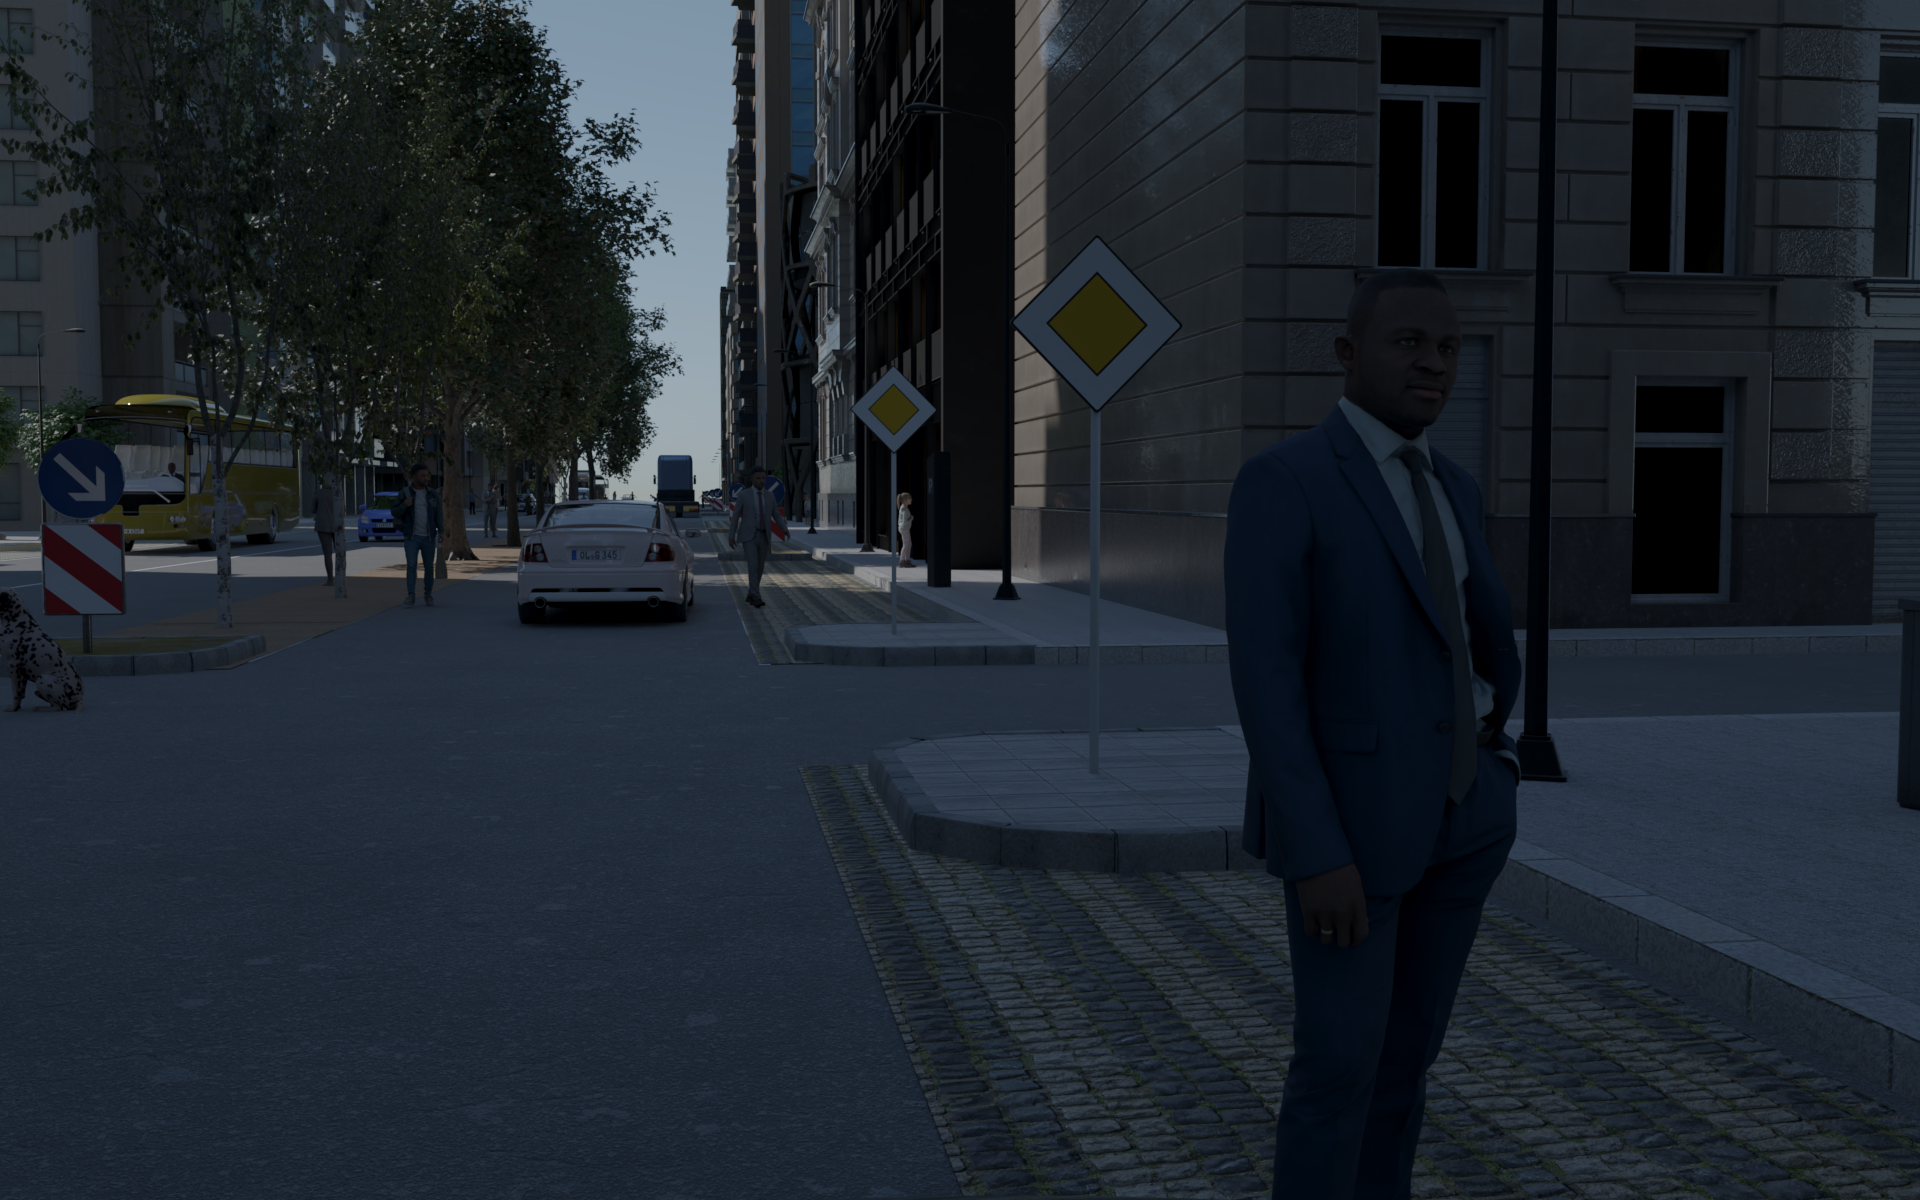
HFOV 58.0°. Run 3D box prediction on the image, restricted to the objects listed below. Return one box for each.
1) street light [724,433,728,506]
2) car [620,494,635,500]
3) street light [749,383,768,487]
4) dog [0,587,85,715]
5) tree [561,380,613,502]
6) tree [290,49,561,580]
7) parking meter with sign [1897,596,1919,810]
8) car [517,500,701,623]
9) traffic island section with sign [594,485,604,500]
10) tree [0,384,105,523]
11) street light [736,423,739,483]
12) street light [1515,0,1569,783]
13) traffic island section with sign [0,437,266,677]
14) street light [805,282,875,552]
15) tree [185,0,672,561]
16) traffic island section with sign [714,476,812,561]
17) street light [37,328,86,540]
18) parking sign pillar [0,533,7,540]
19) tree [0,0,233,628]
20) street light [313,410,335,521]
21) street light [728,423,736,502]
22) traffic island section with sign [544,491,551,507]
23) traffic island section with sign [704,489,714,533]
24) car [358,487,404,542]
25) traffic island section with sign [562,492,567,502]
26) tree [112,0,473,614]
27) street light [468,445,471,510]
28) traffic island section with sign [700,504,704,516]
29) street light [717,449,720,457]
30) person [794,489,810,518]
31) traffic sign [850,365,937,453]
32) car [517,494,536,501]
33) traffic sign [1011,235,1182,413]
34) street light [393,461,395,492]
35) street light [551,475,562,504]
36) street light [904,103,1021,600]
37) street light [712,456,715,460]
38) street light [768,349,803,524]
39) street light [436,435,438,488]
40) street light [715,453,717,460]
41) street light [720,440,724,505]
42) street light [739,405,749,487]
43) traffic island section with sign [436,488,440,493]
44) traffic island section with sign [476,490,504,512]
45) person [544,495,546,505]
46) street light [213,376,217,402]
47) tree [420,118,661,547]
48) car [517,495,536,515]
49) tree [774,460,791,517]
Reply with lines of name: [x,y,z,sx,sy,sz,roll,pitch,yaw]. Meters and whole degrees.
street light: [-16.793,-9.649,130.304,1.470,5.913,1.316,-1,4,-9]
car: [-44.883,-13.690,234.053,2.015,1.641,3.980,-1,4,-10]
street light: [-7.986,-6.140,72.927,1.470,5.913,1.316,-1,4,-9]
dog: [-6.023,0.332,11.401,0.800,0.831,0.513,2,4,31]
tree: [-15.525,-7.023,67.648,4.737,8.622,4.395,0,3,0]
tree: [-9.135,-4.636,28.624,4.737,8.622,4.395,0,3,0]
parking meter with sign: [4.702,-0.668,7.177,1.738,3.016,0.543,-2,4,-23]
car: [-4.147,-0.507,20.654,2.083,1.381,4.827,0,4,-7]
traffic island section with sign: [-18.599,-4.931,88.760,2.006,1.907,1.989,-1,4,-9]
tree: [-26.558,-4.184,52.118,4.285,4.588,4.351,0,3,0]
street light: [-11.426,-7.505,95.250,1.470,5.913,1.316,-1,4,-9]
street light: [2.076,-2.145,7.614,1.470,5.913,1.316,-1,4,-9]
traffic island section with sign: [-7.119,-0.389,14.501,2.006,1.907,1.989,-1,4,-9]
street light: [-2.591,-4.011,38.128,1.470,5.913,1.316,-1,4,-9]
tree: [-10.885,-7.181,36.878,9.611,12.733,9.660,0,3,0]
traffic island section with sign: [-4.293,-1.787,37.843,1.989,1.847,2.006,-1,4,-9]
street light: [-25.212,-4.653,48.625,1.470,5.913,1.316,-1,4,-9]
parking sign pillar: [-27.633,-3.676,48.574,1.447,3.967,1.447,3,5,40]
tree: [-7.782,-3.984,17.966,4.360,8.622,3.978,0,3,0]
street light: [-30.446,-6.776,83.321,1.470,5.913,1.316,-1,4,-9]
street light: [-14.164,-8.590,112.994,1.470,5.913,1.316,-1,4,-9]
traffic island section with sign: [-46.053,-11.304,193.447,1.989,1.847,2.006,-1,4,-9]
traffic island section with sign: [-8.424,-3.423,64.593,1.989,1.847,2.006,-1,4,-9]
car: [-17.332,-2.662,53.112,1.945,1.707,3.694,-1,4,-8]
traffic island section with sign: [-50.184,-12.939,220.173,1.989,1.847,2.006,-1,4,-9]
tree: [-8.429,-4.307,23.240,4.360,8.622,3.978,0,3,0]
street light: [-39.365,-10.305,141.032,1.470,5.913,1.316,-1,4,-9]
traffic island section with sign: [-16.070,-6.453,114.140,1.989,1.847,2.006,-1,4,-9]
street light: [-22.182,-11.800,165.469,1.470,5.913,1.316,-1,4,-9]
person: [-8.499,-5.314,92.945,1.348,1.823,0.705,0,4,0]
traffic sign: [-0.581,-0.830,15.767,0.795,2.593,0.064,-1,4,-9]
car: [-34.458,-7.818,136.622,1.959,1.807,4.718,0,4,-7]
traffic sign: [0.638,-0.348,7.875,0.795,2.593,0.064,-1,4,-9]
street light: [-34.014,-8.147,105.742,1.470,5.913,1.316,-1,4,-9]
street light: [-52.115,-15.360,223.681,1.470,5.913,1.316,-1,4,-9]
street light: [0.034,-2.953,20.828,1.470,5.913,1.316,-1,4,-9]
street light: [-26.701,-13.556,194.186,1.470,5.913,1.316,-1,4,-9]
street light: [-5.305,-5.082,55.636,1.470,5.913,1.316,-1,4,-9]
street light: [-36.792,-9.247,123.724,1.470,5.913,1.316,-1,4,-9]
street light: [-24.017,-12.499,176.894,1.470,5.913,1.316,-1,4,-9]
street light: [-19.552,-10.742,148.170,1.470,5.913,1.316,-1,4,-9]
street light: [-10.612,-7.198,90.227,1.470,5.913,1.316,-1,4,-9]
traffic island section with sign: [-33.328,-6.262,111.010,1.989,1.847,2.006,-1,4,-9]
traffic island section with sign: [-37.548,-7.936,138.373,1.989,1.847,2.006,-1,4,-9]
person: [-50.475,-12.251,209.539,0.628,1.438,0.799,1,4,9]
street light: [-27.792,-5.712,65.932,1.470,5.913,1.316,-1,4,-9]
tree: [-12.241,-7.252,46.785,9.928,11.665,9.643,0,3,0]
car: [-30.239,-6.551,119.691,1.945,1.354,3.894,0,4,-8]
tree: [-10.301,-6.337,98.207,1.663,3.219,1.824,0,3,0]
